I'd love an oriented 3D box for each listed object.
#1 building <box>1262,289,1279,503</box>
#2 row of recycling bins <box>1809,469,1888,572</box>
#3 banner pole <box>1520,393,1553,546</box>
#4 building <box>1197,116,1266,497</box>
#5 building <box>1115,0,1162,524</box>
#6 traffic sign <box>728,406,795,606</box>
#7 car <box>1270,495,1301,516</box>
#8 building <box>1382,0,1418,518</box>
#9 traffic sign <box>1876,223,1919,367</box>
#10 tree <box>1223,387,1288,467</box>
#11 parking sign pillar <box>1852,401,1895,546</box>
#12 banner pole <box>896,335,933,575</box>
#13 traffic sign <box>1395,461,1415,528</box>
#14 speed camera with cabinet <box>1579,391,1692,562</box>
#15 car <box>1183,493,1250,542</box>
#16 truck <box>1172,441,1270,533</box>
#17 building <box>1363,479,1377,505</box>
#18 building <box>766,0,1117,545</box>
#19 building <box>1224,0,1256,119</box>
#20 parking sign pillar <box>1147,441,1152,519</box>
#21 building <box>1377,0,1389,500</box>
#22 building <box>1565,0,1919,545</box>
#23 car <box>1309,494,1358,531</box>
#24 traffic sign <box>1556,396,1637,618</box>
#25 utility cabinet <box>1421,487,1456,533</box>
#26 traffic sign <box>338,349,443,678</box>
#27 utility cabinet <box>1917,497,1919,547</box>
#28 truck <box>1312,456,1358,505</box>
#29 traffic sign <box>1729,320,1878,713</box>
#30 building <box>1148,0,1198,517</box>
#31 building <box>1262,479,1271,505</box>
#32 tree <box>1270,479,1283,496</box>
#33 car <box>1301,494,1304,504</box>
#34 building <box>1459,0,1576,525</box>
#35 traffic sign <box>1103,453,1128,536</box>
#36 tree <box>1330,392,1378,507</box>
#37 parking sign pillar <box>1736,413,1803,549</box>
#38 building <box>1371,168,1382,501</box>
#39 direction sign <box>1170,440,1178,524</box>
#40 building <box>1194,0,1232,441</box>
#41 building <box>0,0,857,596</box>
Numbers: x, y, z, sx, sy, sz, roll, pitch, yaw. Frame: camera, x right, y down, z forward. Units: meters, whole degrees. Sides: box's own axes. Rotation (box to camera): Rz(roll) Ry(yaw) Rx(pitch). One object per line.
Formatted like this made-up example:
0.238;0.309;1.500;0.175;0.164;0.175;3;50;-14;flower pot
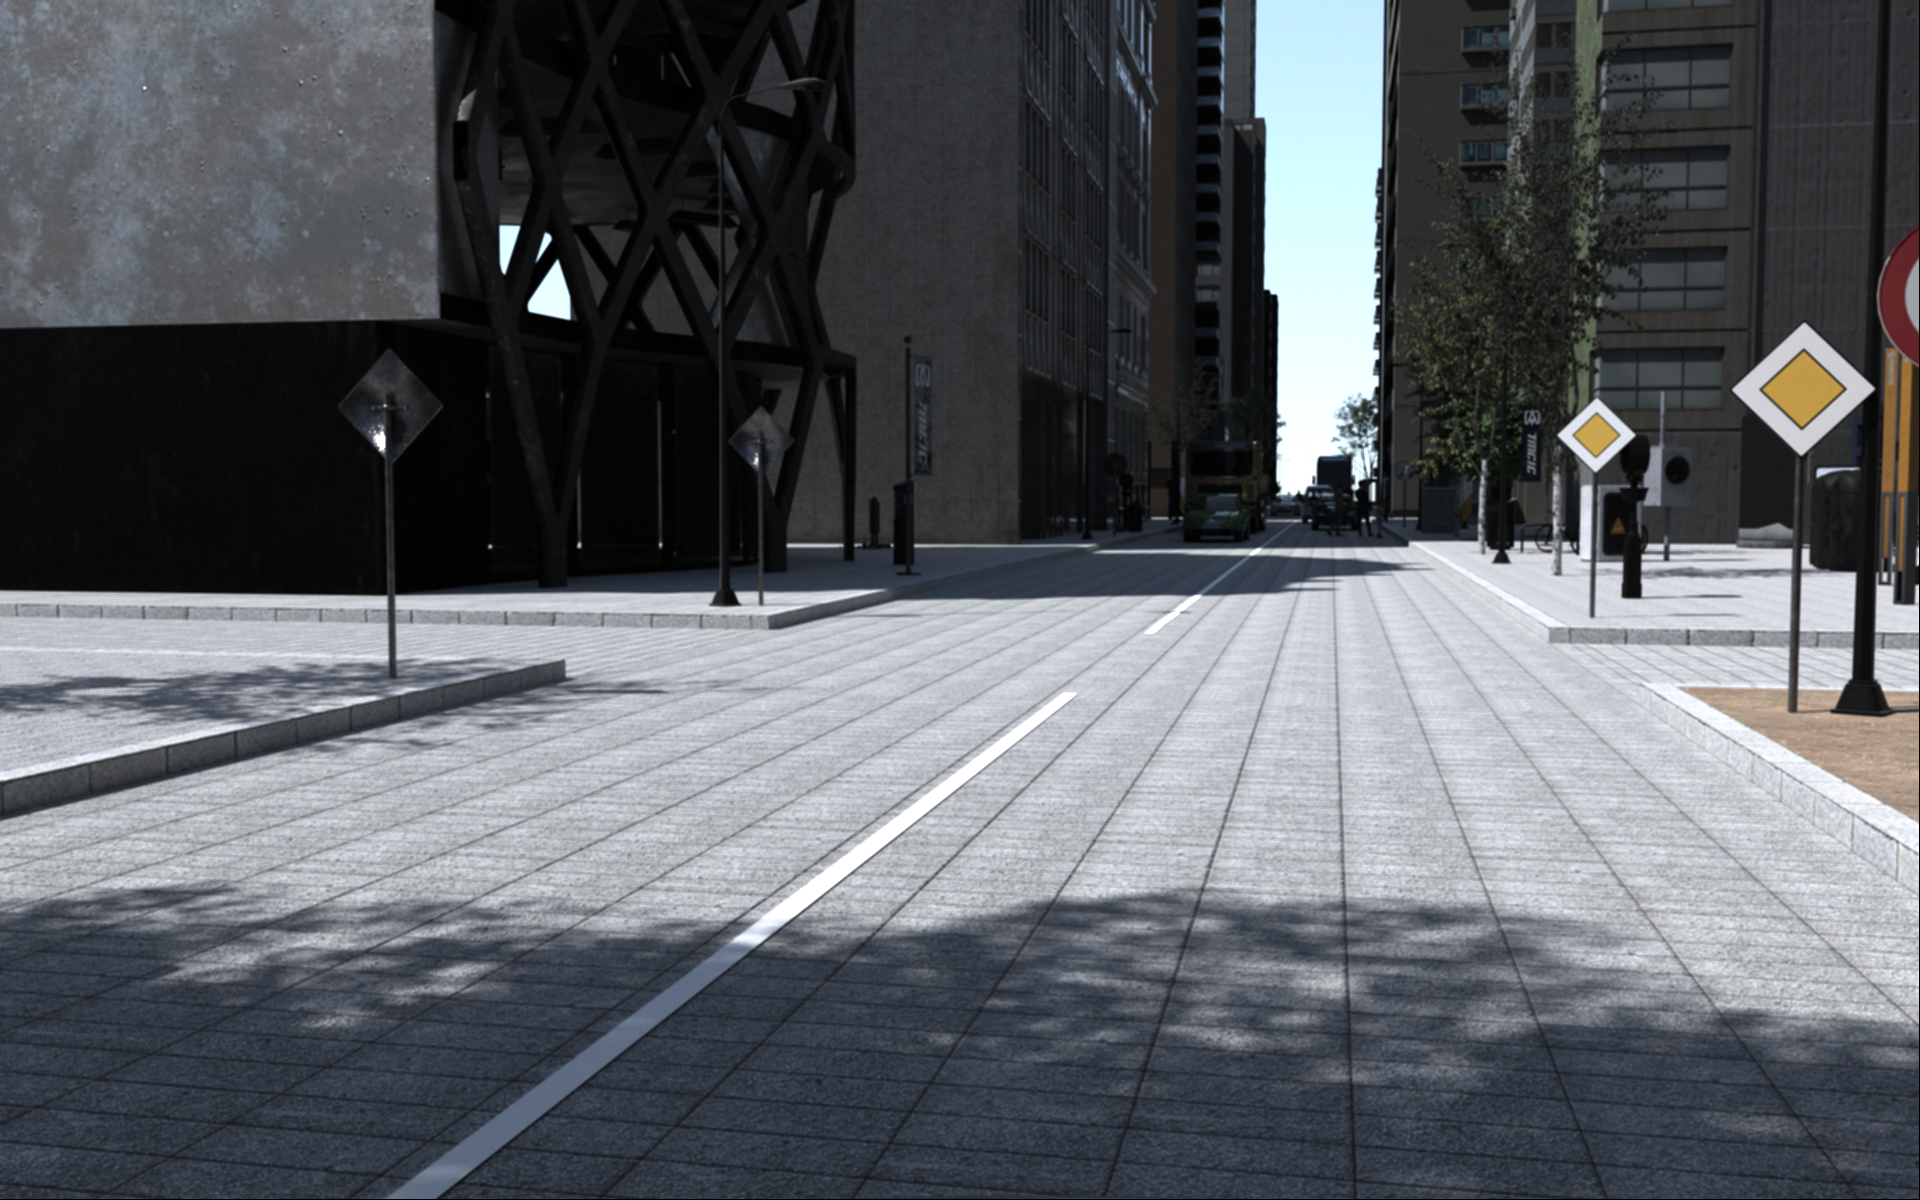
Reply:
37.105;-28.784;242.313;14.160;30.474;14.107;1;4;12;building
15.355;-1.401;30.026;1.069;1.692;3.534;1;4;20;row of recycling bins
14.387;-3.247;43.104;0.863;3.779;0.401;1;4;14;banner pole
24.981;-30.619;184.207;14.154;41.232;14.086;1;4;12;building
0.906;-17.581;73.346;13.634;28.700;20.117;1;4;12;building
-2.280;-0.990;19.827;0.795;2.450;0.064;1;4;12;traffic sign
21.921;-6.369;116.492;2.083;1.381;4.827;1;4;14;car
36.264;-29.215;101.372;21.300;48.544;21.600;1;4;12;building
4.481;-0.466;7.719;0.768;2.556;0.104;1;4;21;traffic sign
27.933;-14.822;168.092;9.928;11.665;9.643;0;3;0;tree
22.195;-3.286;42.204;1.447;3.967;1.447;1;4;9;parking sign pillar
-0.684;-2.300;27.615;0.401;3.779;0.863;3;4;36;banner pole
16.989;-4.039;66.144;0.768;2.556;0.104;1;4;20;traffic sign
12.881;-2.363;32.979;2.038;3.252;0.660;-1;4;-14;speed camera with cabinet
7.854;-2.694;52.845;1.959;1.807;4.718;1;4;13;car
10.097;-4.242;65.280;3.469;3.379;9.791;1;4;13;truck
63.638;-31.164;201.405;32.217;40.220;23.993;1;4;12;building
-2.334;-14.416;53.718;12.078;24.808;19.932;1;4;12;building
29.871;-48.113;224.896;20.563;71.187;20.611;1;4;12;building
8.973;-6.062;87.590;1.447;3.967;1.447;-1;4;-20;parking sign pillar
46.671;-37.026;147.375;21.231;58.520;28.212;1;4;12;building
24.644;-22.338;48.820;14.154;41.232;14.086;1;4;12;building
15.095;-3.541;69.686;2.131;1.459;4.920;1;4;12;car
6.560;-0.873;17.919;0.795;2.450;0.064;1;4;12;traffic sign
15.707;-2.936;56.678;1.173;1.500;0.318;1;4;23;utility cabinet
-3.953;-0.512;12.018;0.795;2.450;0.064;1;4;12;traffic sign
23.636;-1.887;42.012;1.020;1.237;0.306;0;4;-3;utility cabinet
25.254;-7.736;116.243;2.967;4.110;18.799;1;4;11;truck
4.887;-0.396;10.110;0.795;2.450;0.064;1;4;12;traffic sign
6.403;-27.611;101.546;14.600;45.320;14.200;1;4;12;building
20.368;-31.362;204.656;32.217;40.220;23.993;1;4;12;building
40.537;-13.914;222.087;1.663;3.219;1.824;0;3;0;tree
44.259;-12.958;223.867;2.014;1.417;4.499;1;4;10;car
37.327;-23.465;75.529;32.217;40.220;23.993;1;4;12;building
4.752;-3.244;53.139;0.768;2.556;0.104;1;4;21;traffic sign
41.273;-15.224;174.670;9.928;11.665;9.643;0;3;0;tree
19.347;-3.230;41.277;1.447;3.967;1.447;-3;5;-44;parking sign pillar
66.049;-37.236;228.409;23.786;49.044;30.456;1;4;12;building
9.065;-4.960;73.097;0.379;3.537;0.876;2;4;24;direction sign
12.487;-51.037;147.120;22.319;86.520;31.000;1;4;12;building
-10.596;-9.973;30.504;16.820;18.784;16.811;1;4;12;building
